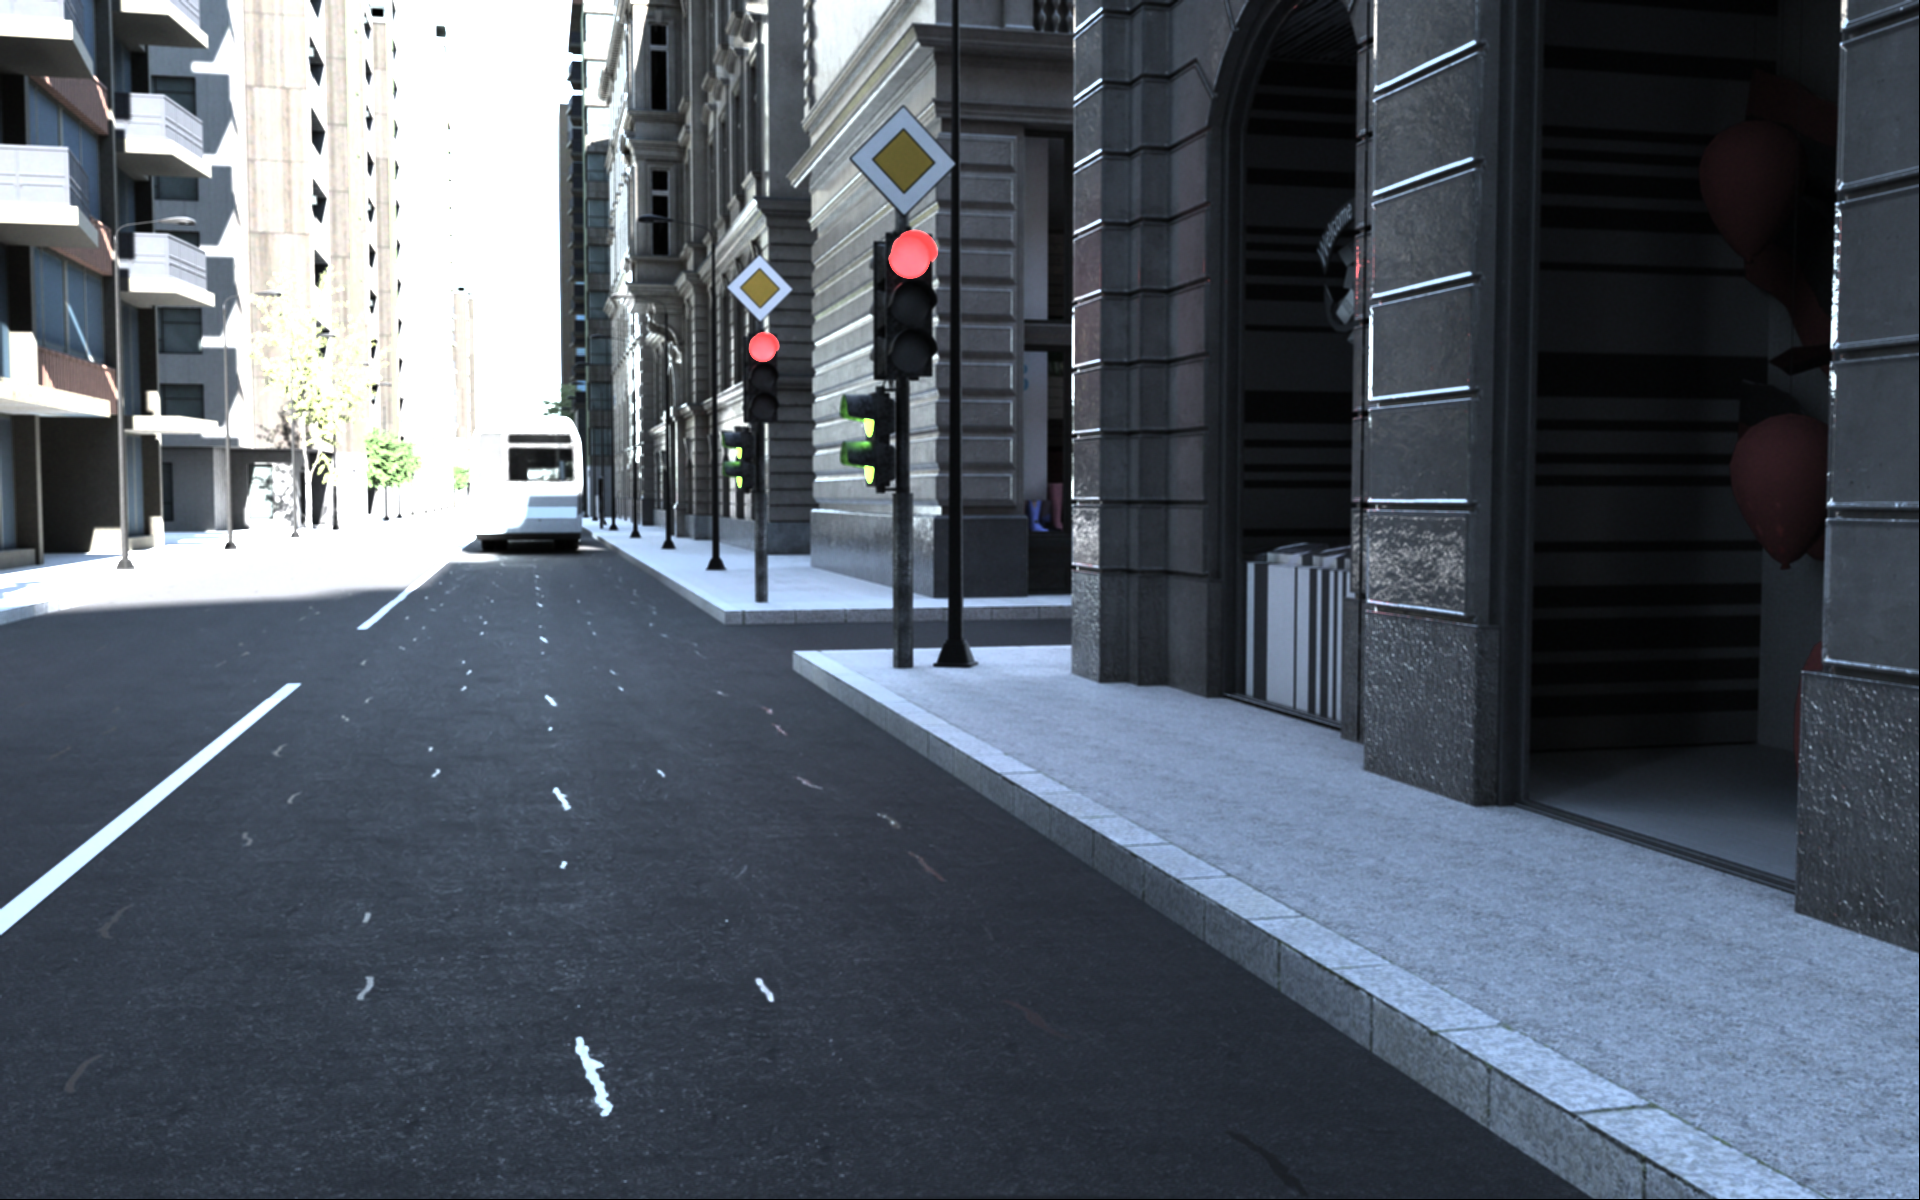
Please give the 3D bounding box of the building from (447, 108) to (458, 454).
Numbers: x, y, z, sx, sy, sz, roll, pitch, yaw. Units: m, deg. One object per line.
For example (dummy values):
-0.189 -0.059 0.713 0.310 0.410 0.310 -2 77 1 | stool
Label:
-65.040 -32.300 182.732 22.147 44.769 28.867 -1 4 -14 | building

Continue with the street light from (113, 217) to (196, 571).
-13.526 -3.459 29.103 1.470 5.913 1.316 -1 4 -14 | street light

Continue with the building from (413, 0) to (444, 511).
-50.836 -35.968 130.077 21.231 58.520 28.212 -1 4 -14 | building

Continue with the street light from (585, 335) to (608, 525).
-10.098 -4.785 50.777 1.470 5.913 1.316 -1 4 -14 | street light

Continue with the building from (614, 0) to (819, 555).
-3.150 -14.329 53.368 14.460 24.649 34.723 -1 4 -14 | building

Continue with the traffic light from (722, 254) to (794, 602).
-2.376 -1.929 20.452 0.839 4.253 0.868 -1 4 -14 | traffic light

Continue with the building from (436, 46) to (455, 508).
-52.307 -28.648 151.995 14.154 41.232 14.086 -1 4 -14 | building

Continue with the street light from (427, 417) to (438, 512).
-32.356 -8.041 104.016 1.470 5.913 1.316 -1 4 -14 | street light

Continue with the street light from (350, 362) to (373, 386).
-21.481 -5.413 61.040 1.470 5.913 1.316 -1 4 -14 | street light

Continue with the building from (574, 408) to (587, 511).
-16.586 -49.709 125.417 22.319 86.520 31.000 -1 4 -14 | building

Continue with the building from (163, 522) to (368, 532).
-29.889 -17.821 63.071 14.160 30.474 14.107 -1 4 -14 | building

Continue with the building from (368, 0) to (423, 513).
-42.485 -26.137 110.928 14.154 41.232 14.086 -1 4 -14 | building

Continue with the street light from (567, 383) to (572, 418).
-15.408 -6.080 71.942 1.470 5.913 1.316 -1 4 -14 | street light

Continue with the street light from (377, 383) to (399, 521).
-24.410 -6.104 72.342 1.470 5.913 1.316 -1 4 -14 | street light

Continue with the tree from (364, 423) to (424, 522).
-26.626 -5.817 78.829 4.285 4.588 4.351 0 3 0 | tree

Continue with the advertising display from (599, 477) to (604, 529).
-13.370 -3.630 64.569 0.123 1.923 0.974 -1 4 -9 | advertising display

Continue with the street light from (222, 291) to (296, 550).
-16.164 -4.100 39.578 1.470 5.913 1.316 -1 4 -14 | street light

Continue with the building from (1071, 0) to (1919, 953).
9.277 -9.795 1.946 13.314 21.916 24.055 -1 4 -14 | building

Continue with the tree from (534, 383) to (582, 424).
-40.164 -15.788 176.261 7.486 12.596 7.792 0 3 0 | tree

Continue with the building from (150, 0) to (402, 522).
-39.118 -19.843 96.131 14.160 30.474 14.107 -1 4 -14 | building

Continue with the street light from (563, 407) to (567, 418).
-17.968 -6.721 82.437 1.470 5.913 1.316 -1 4 -14 | street light

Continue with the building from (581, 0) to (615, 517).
-15.510 -20.336 104.190 14.160 30.474 14.107 -1 4 -14 | building

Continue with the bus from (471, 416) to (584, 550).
-11.782 -3.228 47.634 2.948 3.499 13.247 -1 4 -13 | bus

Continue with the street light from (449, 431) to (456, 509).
-37.776 -9.400 126.231 1.470 5.913 1.316 -1 4 -14 | street light

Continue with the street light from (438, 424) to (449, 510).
-34.911 -8.708 114.912 1.470 5.913 1.316 -1 4 -14 | street light

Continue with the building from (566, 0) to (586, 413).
-23.734 -30.647 155.706 22.147 44.769 28.867 -1 4 -14 | building

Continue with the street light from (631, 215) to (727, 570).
-4.669 -3.459 29.102 1.470 5.913 1.316 -1 4 -14 | street light

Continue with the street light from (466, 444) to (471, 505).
-45.708 -11.353 158.154 1.470 5.913 1.316 -1 4 -14 | street light

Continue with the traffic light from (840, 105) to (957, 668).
-0.440 -1.455 12.704 0.839 4.253 0.868 -1 4 -14 | traffic light

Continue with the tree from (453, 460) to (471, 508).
-48.319 -11.140 165.856 4.285 4.588 4.351 0 3 0 | tree

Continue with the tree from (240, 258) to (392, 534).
-20.507 -6.400 54.996 4.737 8.622 4.395 0 3 0 | tree

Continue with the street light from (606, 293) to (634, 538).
-7.362 -4.146 40.326 1.470 5.913 1.316 -1 4 -14 | street light

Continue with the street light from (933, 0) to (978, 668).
-0.558 -2.454 12.663 1.470 5.913 1.316 -1 4 -14 | street light

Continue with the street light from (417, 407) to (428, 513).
-29.549 -7.360 92.883 1.470 5.913 1.316 -1 4 -14 | street light

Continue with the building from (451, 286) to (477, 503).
-73.329 -28.388 235.844 14.160 30.474 14.107 -1 4 -14 | building

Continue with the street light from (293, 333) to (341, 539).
-18.711 -4.742 50.076 1.470 5.913 1.316 -1 4 -14 | street light

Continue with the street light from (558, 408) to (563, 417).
-20.681 -7.372 93.074 1.470 5.913 1.316 -1 4 -14 | street light

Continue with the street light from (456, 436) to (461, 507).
-40.400 -10.041 136.709 1.470 5.913 1.316 -1 4 -14 | street light

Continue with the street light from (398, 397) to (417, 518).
-26.959 -6.753 82.955 1.470 5.913 1.316 -1 4 -14 | street light

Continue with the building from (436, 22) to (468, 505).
-72.157 -54.948 211.067 22.319 86.520 31.000 -1 4 -14 | building

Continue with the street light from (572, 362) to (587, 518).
-12.857 -5.431 61.343 1.470 5.913 1.316 -1 4 -14 | street light

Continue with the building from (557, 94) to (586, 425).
-38.175 -33.393 196.086 14.600 45.320 14.200 -1 4 -14 | building

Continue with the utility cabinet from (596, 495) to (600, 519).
-18.855 -4.841 90.318 0.306 1.237 1.020 -1 4 -15 | utility cabinet

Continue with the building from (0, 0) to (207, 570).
-26.614 -22.974 30.245 22.147 44.769 28.867 -1 4 -14 | building

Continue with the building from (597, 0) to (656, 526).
-10.311 -17.432 82.276 12.463 27.353 25.104 -1 4 -14 | building

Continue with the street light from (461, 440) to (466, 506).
-43.161 -10.710 147.656 1.470 5.913 1.316 -1 4 -14 | street light

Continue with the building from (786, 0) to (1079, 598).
7.483 -12.146 27.460 19.941 23.489 11.050 -1 4 -14 | building
